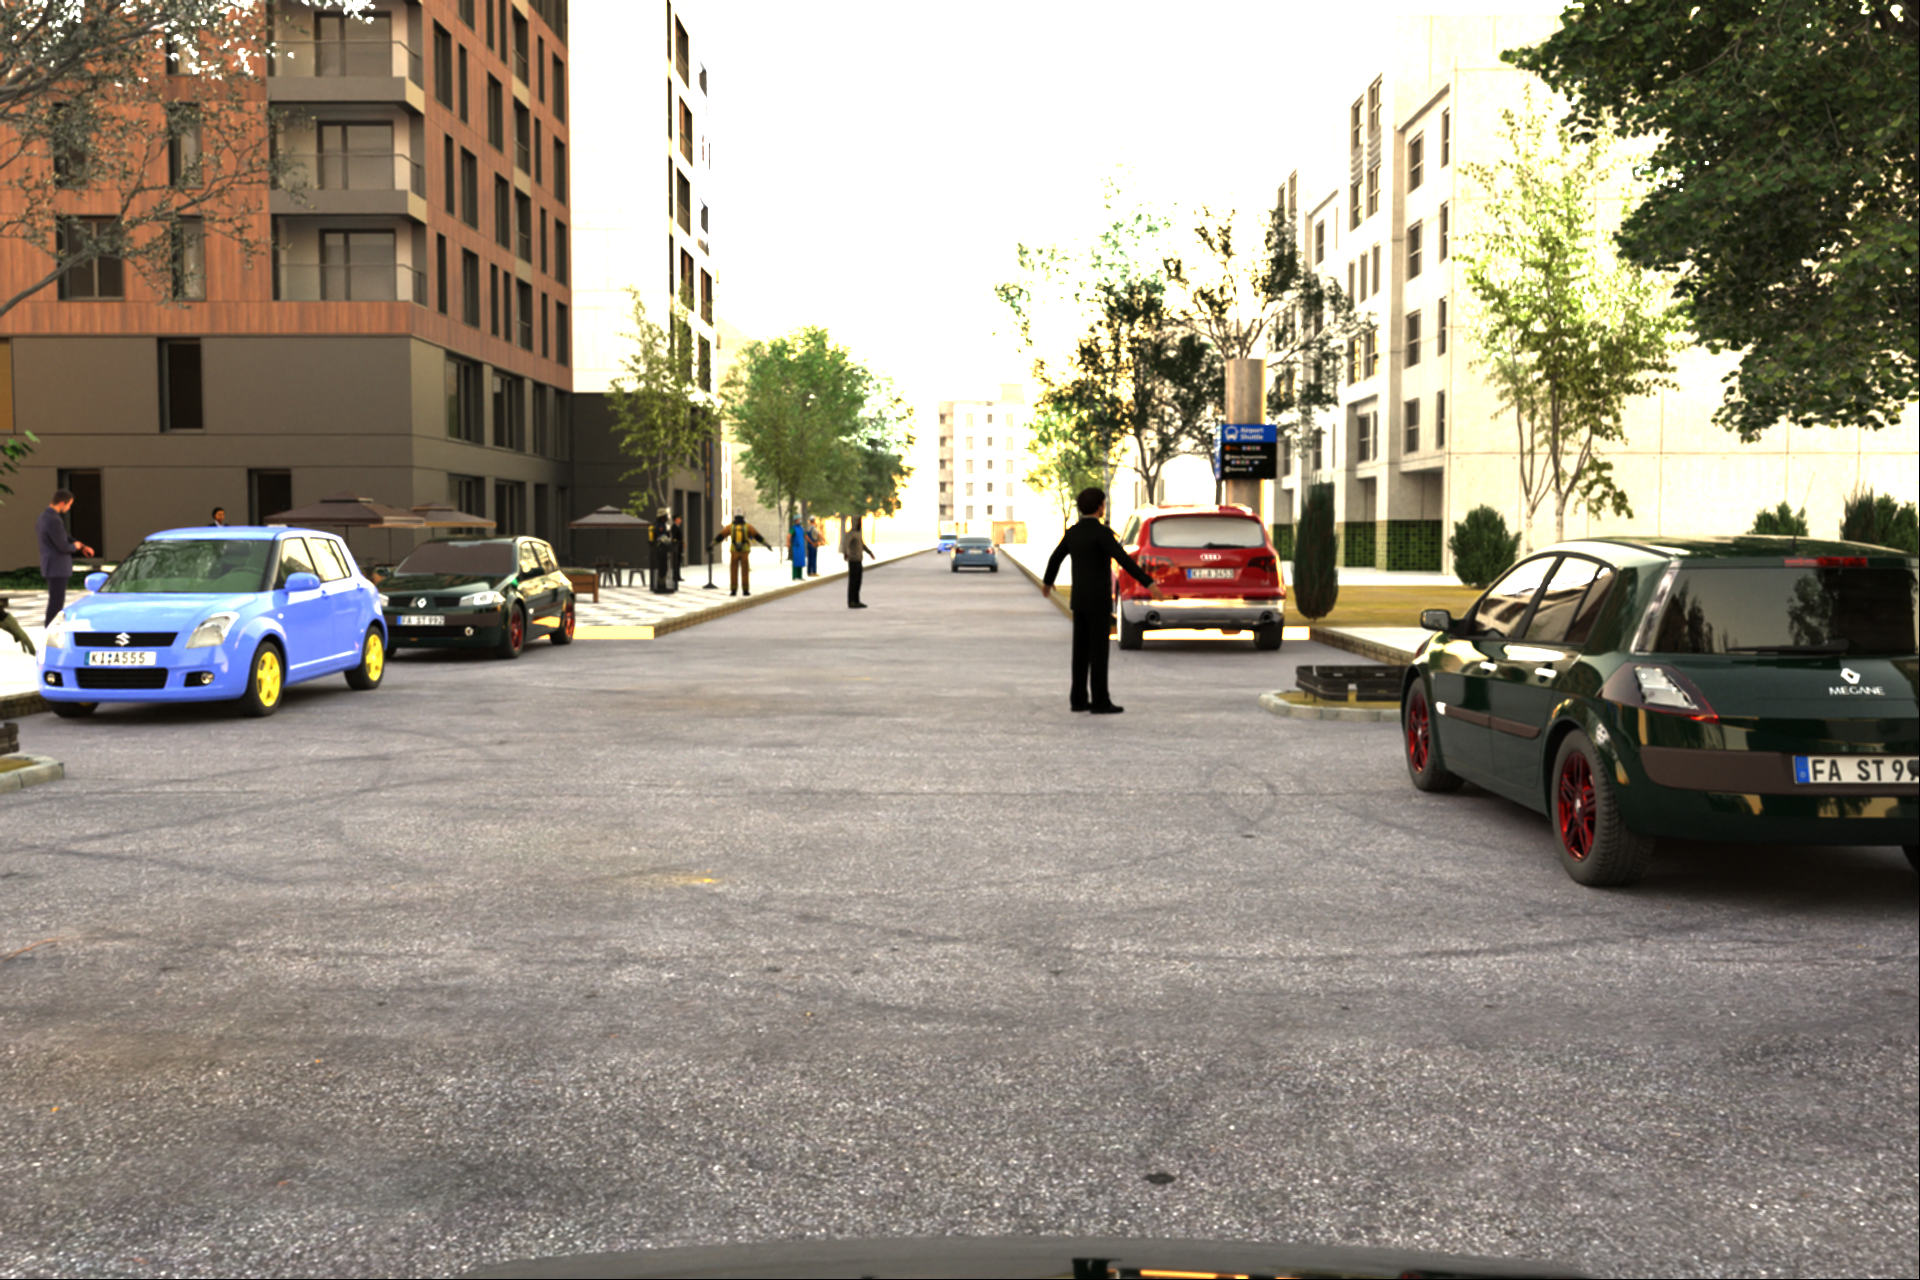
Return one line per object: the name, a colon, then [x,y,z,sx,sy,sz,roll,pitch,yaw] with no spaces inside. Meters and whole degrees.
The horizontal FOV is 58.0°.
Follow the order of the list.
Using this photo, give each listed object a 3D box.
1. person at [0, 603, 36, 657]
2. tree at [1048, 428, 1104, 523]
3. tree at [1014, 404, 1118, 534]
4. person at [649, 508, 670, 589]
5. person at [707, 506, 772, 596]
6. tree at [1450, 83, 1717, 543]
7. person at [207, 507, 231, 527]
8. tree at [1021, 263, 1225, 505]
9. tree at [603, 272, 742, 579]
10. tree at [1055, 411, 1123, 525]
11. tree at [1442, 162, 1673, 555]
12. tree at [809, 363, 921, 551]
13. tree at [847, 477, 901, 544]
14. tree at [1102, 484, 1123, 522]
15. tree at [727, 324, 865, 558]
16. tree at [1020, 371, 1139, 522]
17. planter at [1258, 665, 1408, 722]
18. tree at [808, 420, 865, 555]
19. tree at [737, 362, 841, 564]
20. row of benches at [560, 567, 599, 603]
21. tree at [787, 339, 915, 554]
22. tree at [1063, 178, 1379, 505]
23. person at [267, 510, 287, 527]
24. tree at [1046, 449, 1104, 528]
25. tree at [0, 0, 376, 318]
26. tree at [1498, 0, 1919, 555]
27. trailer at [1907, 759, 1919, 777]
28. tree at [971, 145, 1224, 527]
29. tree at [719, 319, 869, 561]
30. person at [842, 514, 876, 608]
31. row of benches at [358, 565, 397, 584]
person: [-4.691,0.075,7.361,1.346,1.812,0.704,-1,4,-13]
tree: [8.114,-10.215,117.371,4.737,8.622,4.395,0,3,0]
tree: [7.737,-12.188,125.028,9.928,11.665,9.643,0,3,0]
person: [-6.602,-2.008,38.605,0.705,1.856,1.354,-1,4,-16]
person: [-4.589,-1.854,36.075,1.354,1.858,0.705,0,4,-3]
tree: [10.204,-4.787,28.628,4.737,8.622,4.395,0,3,0]
person: [-12.774,-1.423,29.982,1.216,1.740,0.721,-3,5,-42]
tree: [6.592,-7.648,59.453,8.767,10.594,7.601,-2,4,-31]
tree: [-8.338,-6.057,49.392,4.737,8.622,4.395,0,3,0]
tree: [7.801,-9.201,100.800,4.737,8.622,4.395,0,3,0]
tree: [11.397,-5.172,34.921,4.360,8.622,3.978,0,3,0]
tree: [-7.619,-13.598,128.986,9.857,13.997,8.962,0,3,0]
tree: [-10.544,-17.223,216.005,7.601,10.594,8.767,0,4,-8]
tree: [18.029,-16.134,214.159,4.737,8.622,4.395,0,3,0]
tree: [-8.847,-10.750,93.884,7.486,12.596,7.792,0,3,0]
tree: [7.534,-11.206,108.975,9.928,11.665,9.643,0,3,0]
planter: [3.497,0.427,14.165,1.991,0.319,1.994,0,4,0]
tree: [-7.425,-9.473,105.242,4.360,8.622,3.978,0,3,0]
tree: [-7.522,-7.626,75.051,4.737,8.622,4.395,0,3,0]
row of benches: [-8.113,-1.105,33.525,1.422,0.672,4.104,-3,4,-37]
tree: [-7.821,-12.700,114.301,9.857,13.997,8.962,0,3,0]
tree: [6.797,-6.851,46.419,8.767,10.594,7.601,1,4,11]
person: [-14.626,-1.901,37.270,1.347,1.806,0.705,2,4,24]
tree: [14.741,-18.491,220.447,7.486,12.596,7.792,0,3,0]
tree: [-11.433,-6.595,18.199,12.009,13.543,11.850,0,3,0]
tree: [9.660,-6.727,16.637,9.857,13.997,8.962,0,3,0]
trailer: [3.084,0.212,3.579,1.471,1.999,3.904,0,3,0]
tree: [6.941,-14.146,87.169,12.611,20.169,13.585,0,3,0]
tree: [-7.988,-9.630,83.213,9.928,11.665,9.643,0,3,0]
person: [-2.004,-1.532,33.626,0.705,1.813,1.348,1,4,21]
row of benches: [-11.989,-1.142,34.132,4.104,0.672,1.422,3,4,36]
